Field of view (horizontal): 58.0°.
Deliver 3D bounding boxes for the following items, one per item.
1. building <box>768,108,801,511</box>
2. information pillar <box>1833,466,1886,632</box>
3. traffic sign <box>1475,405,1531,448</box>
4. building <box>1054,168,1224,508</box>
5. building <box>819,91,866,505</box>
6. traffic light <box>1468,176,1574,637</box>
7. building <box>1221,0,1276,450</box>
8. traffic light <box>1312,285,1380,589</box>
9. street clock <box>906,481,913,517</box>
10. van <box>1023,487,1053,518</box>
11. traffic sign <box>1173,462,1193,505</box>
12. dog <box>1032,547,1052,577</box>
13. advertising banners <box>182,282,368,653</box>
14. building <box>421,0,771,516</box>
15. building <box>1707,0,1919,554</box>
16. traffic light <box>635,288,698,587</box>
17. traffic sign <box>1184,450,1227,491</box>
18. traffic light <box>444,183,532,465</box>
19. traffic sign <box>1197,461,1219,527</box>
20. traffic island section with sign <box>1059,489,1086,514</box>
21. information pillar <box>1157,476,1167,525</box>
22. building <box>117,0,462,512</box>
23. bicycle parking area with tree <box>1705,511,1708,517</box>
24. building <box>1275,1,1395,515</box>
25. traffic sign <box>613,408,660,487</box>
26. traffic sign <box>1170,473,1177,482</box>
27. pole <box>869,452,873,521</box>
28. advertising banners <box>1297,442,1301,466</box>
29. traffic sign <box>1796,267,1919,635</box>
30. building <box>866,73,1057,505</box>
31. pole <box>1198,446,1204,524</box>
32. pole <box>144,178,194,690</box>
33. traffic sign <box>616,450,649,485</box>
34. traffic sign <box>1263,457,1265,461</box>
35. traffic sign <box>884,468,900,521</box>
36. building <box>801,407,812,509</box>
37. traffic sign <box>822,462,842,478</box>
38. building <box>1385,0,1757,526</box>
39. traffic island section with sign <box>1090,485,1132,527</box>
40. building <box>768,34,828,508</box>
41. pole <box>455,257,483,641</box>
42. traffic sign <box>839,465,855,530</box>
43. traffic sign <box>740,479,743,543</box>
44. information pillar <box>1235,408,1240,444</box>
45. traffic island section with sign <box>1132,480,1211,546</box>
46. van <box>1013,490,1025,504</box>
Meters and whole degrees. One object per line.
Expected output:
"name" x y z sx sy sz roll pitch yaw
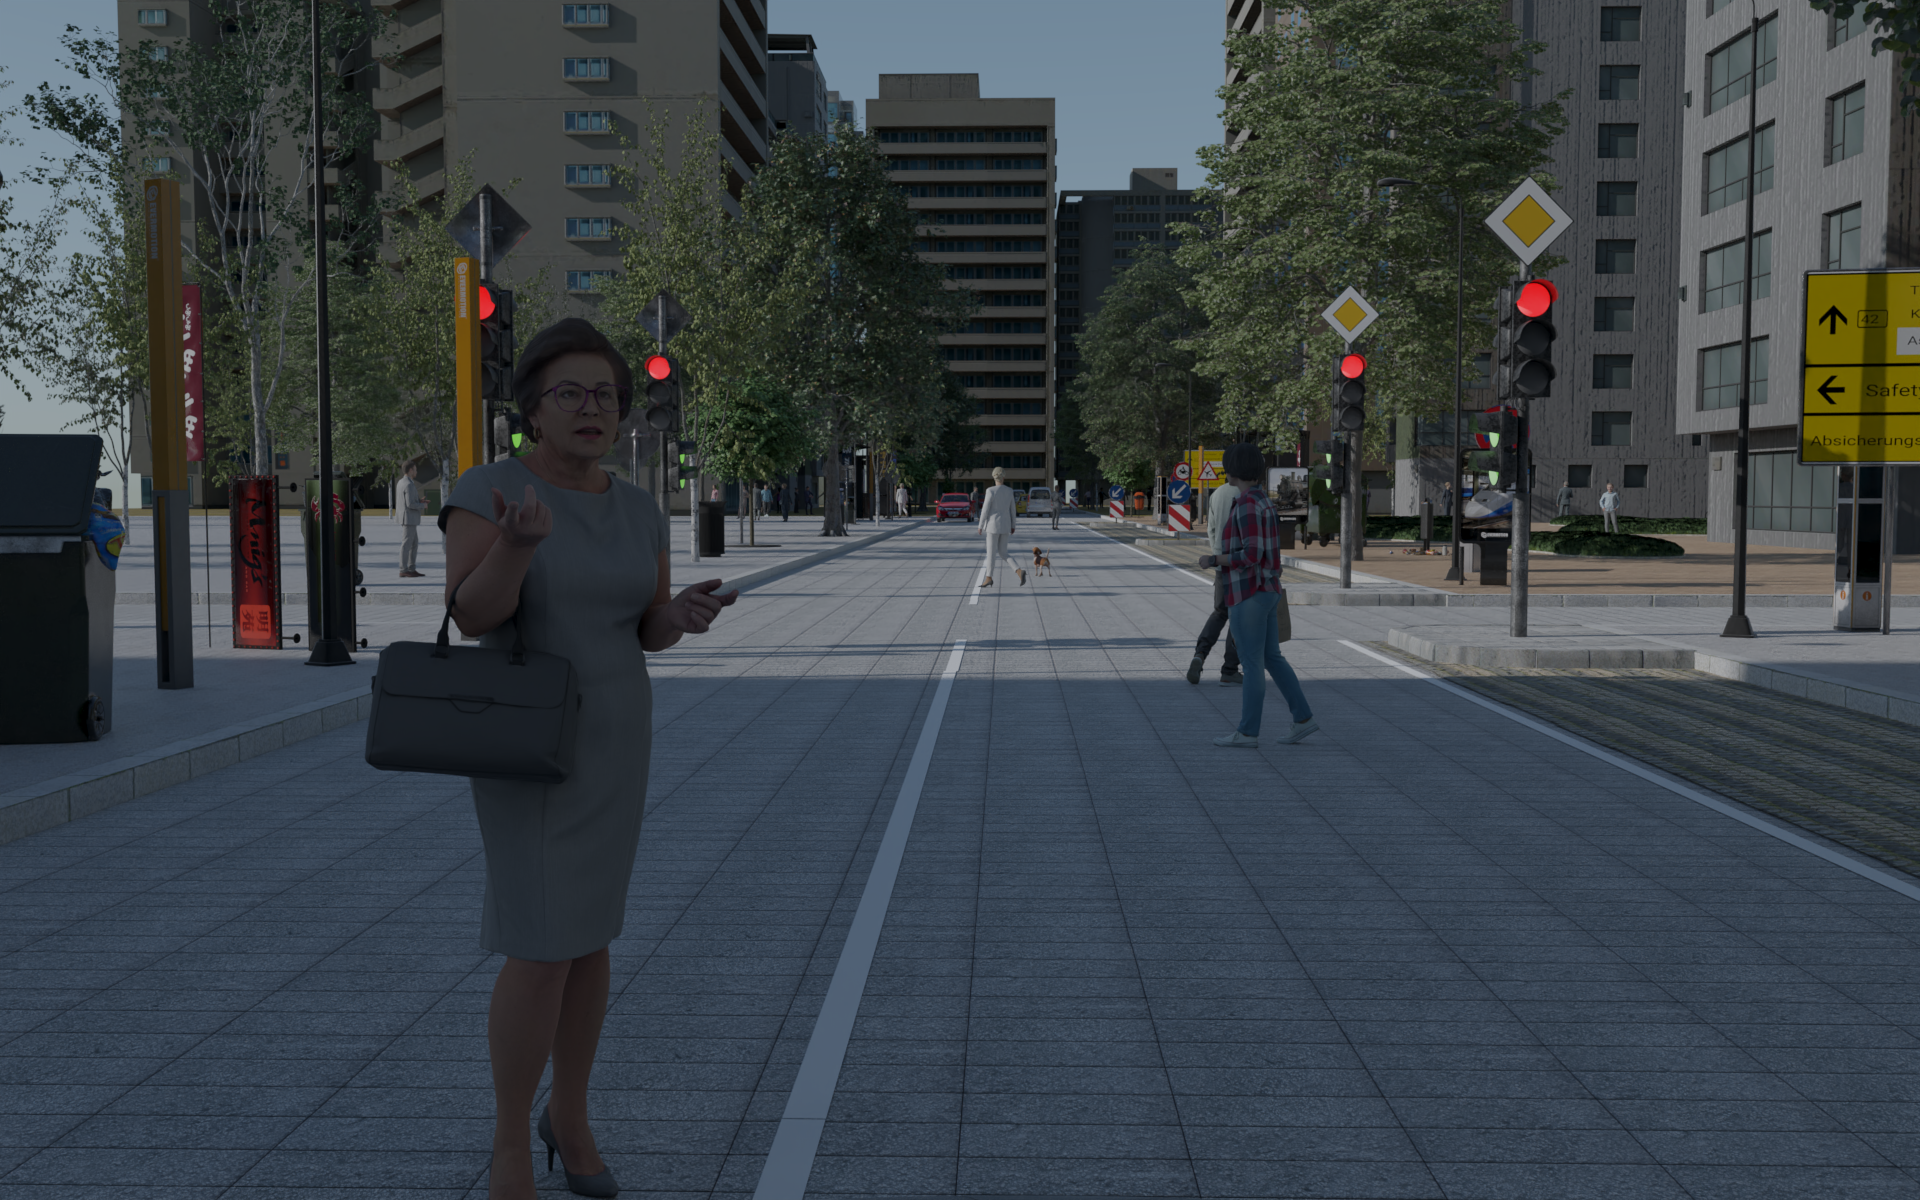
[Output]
"building" -19.941 -21.800 128.128 14.160 30.474 14.107 0 4 2
"information pillar" 8.414 -0.716 16.192 0.304 2.012 0.304 0 4 -5
"traffic sign" 7.735 -1.509 24.771 0.768 2.556 0.104 1 4 9
"building" 23.276 -31.626 208.973 23.993 40.220 32.217 0 4 2
"building" -26.205 -35.824 205.323 30.456 49.044 23.786 0 4 2
"traffic light" 5.006 -1.624 15.466 0.839 4.253 0.868 0 4 2
"building" 31.437 -30.826 127.707 21.300 48.544 21.600 0 4 2
"traffic light" 5.226 -2.112 23.448 0.839 4.253 0.868 0 4 2
"street clock" -2.857 -5.719 98.076 0.358 2.002 0.471 2 4 25
"van" 4.861 -6.014 105.345 2.013 2.044 4.112 0 4 2
"traffic sign" 8.800 -4.175 68.373 0.768 2.556 0.104 0 4 5
"dog" 1.416 -0.667 30.199 0.540 0.507 0.406 2 4 31
"advertising banners" -5.785 -1.104 14.232 2.074 3.025 0.090 1 4 19
"building" -24.172 -29.716 109.558 21.300 48.544 21.600 0 4 2
"building" 25.956 -16.342 38.901 14.107 30.474 14.160 0 4 2
"traffic light" -4.032 -2.126 23.687 0.839 4.253 0.868 0 4 2
"traffic sign" 11.445 -5.256 79.802 2.265 3.308 0.079 0 4 7
"traffic light" -4.252 -1.638 15.705 0.839 4.253 0.868 0 4 2
"traffic sign" 9.622 -4.111 67.220 0.884 2.594 0.081 1 4 11
"traffic island section with sign" 8.086 -7.135 125.277 1.989 1.847 2.006 0 4 2
"information pillar" 8.403 -4.125 71.934 0.304 2.012 0.304 -1 4 -21
"building" -58.771 -32.435 154.021 21.600 48.544 21.300 0 4 2
"bicycle parking area with tree" 35.959 -5.109 70.534 9.016 4.147 8.231 0 4 2
"building" 27.952 -28.130 110.028 14.600 45.320 14.200 0 4 2
"traffic sign" -4.788 -1.563 25.660 0.768 2.556 0.104 0 4 3
"traffic sign" 12.371 -6.031 98.720 0.768 2.556 0.104 0 4 5
"pole" -4.296 -5.499 83.745 0.158 3.312 0.155 0 3 0
"advertising banners" 11.480 -3.781 58.005 0.090 3.025 2.074 0 4 1
"traffic sign" 8.754 -1.330 15.612 2.265 3.308 0.079 1 4 11
"building" 0.325 -35.459 203.455 21.600 48.544 21.300 0 4 2
"pole" 10.227 -4.869 73.456 0.158 3.312 0.155 0 3 0
"pole" -5.184 -1.071 11.348 0.158 3.312 0.155 0 3 0
"traffic sign" -7.331 -2.362 38.718 0.768 2.556 0.104 1 4 9
"traffic sign" 8.380 -3.044 49.872 0.768 2.556 0.104 0 4 8
"traffic sign" -3.277 -5.115 83.732 0.768 2.556 0.104 0 4 5
"building" -20.021 -22.662 142.217 14.160 30.474 14.107 0 4 2
"traffic sign" -4.668 -3.882 63.583 0.768 2.556 0.104 0 4 2
"building" 27.686 -19.043 83.059 14.160 30.474 14.107 0 4 2
"traffic island section with sign" 6.730 -4.129 76.139 1.989 1.847 2.006 0 4 2
"building" -19.221 -28.973 157.308 14.086 41.232 14.154 0 4 2
"pole" -4.266 -1.299 15.085 0.158 3.312 0.155 0 3 0
"traffic sign" -4.002 -3.618 61.279 0.606 2.300 0.079 1 4 9
"traffic sign" -5.680 -2.745 44.986 0.768 2.556 0.104 0 4 4
"information pillar" 7.524 -3.404 47.011 0.183 3.616 0.504 0 4 4
"traffic island section with sign" 5.969 -2.450 48.677 1.989 1.847 2.006 0 4 2
"van" 5.545 -9.760 166.587 2.013 2.044 4.112 0 4 0
